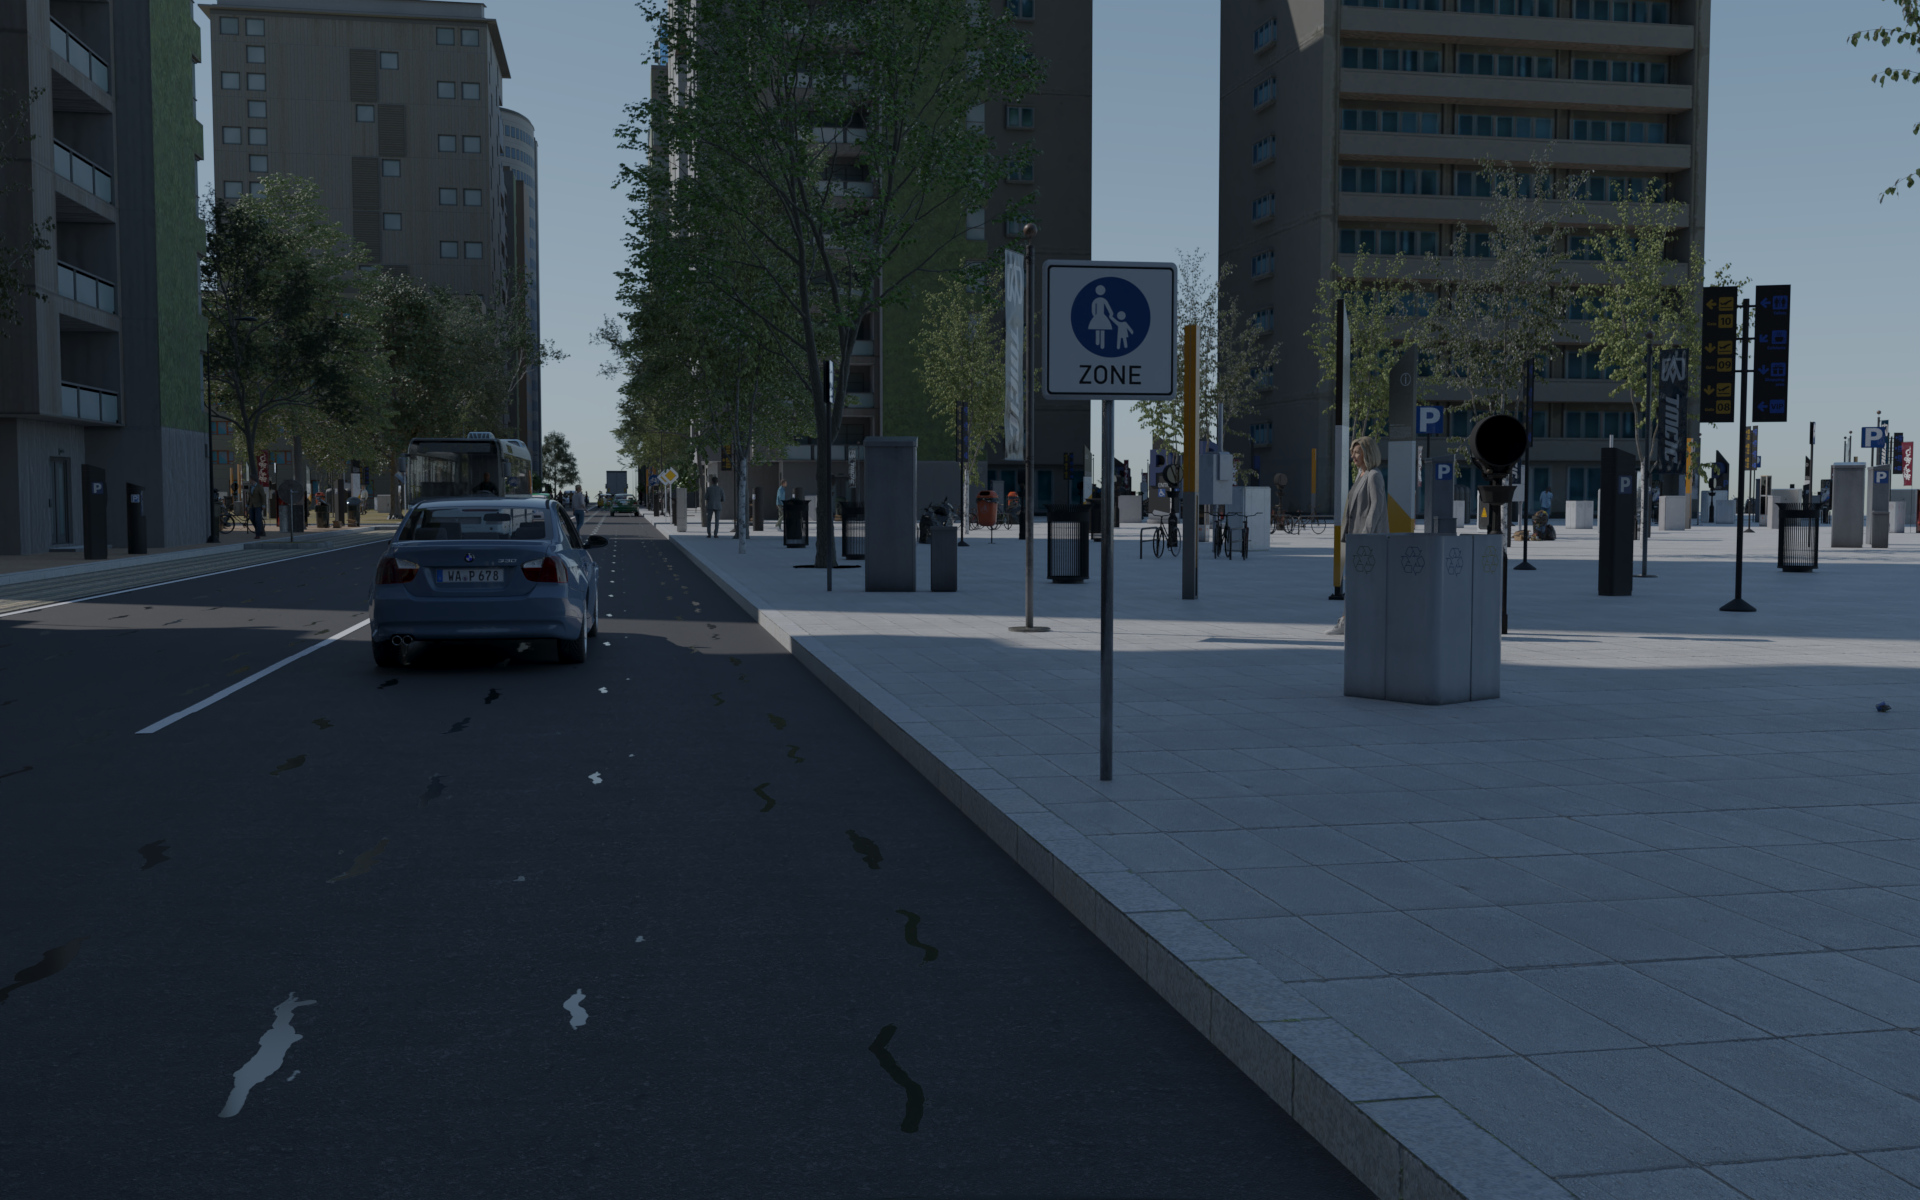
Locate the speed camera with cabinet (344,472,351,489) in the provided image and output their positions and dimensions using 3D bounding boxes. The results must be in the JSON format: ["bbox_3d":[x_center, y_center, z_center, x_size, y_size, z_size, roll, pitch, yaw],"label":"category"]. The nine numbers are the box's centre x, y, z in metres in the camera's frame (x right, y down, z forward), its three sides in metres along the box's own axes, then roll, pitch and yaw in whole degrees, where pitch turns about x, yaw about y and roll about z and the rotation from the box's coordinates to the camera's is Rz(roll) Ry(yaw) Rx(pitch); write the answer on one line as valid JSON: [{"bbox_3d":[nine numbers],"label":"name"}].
[{"bbox_3d":[-49.285,-8.874,139.423,0.660,3.252,2.038,-2,4,-24],"label":"speed camera with cabinet"}]

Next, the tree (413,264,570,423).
[{"bbox_3d":[-37.456,-17.441,141.043,12.611,20.169,13.585,0,3,0],"label":"tree"}]

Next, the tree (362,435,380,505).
[{"bbox_3d":[-49.976,-11.966,146.001,4.737,8.622,4.395,0,3,0],"label":"tree"}]

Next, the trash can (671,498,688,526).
[{"bbox_3d":[-11.322,-3.563,69.907,0.748,1.137,0.748,0,3,0],"label":"trash can"}]

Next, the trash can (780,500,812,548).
[{"bbox_3d":[-3.900,-1.806,41.174,0.748,1.137,0.748,0,3,0],"label":"trash can"}]

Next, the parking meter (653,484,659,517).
[{"bbox_3d":[-17.247,-5.668,98.379,0.255,1.863,0.399,0,4,4],"label":"parking meter"}]

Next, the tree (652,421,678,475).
[{"bbox_3d":[-27.031,-12.630,156.869,4.360,8.622,3.978,0,3,0],"label":"tree"}]

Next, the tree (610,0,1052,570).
[{"bbox_3d":[-2.245,-6.367,29.853,9.928,11.665,9.643,0,3,0],"label":"tree"}]

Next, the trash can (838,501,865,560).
[{"bbox_3d":[-2.009,-1.357,33.835,0.748,1.137,0.748,0,3,0],"label":"trash can"}]

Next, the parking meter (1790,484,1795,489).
[{"bbox_3d":[47.902,-5.751,99.737,0.255,1.863,0.399,2,4,24],"label":"parking meter"}]

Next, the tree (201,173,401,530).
[{"bbox_3d":[-24.243,-8.801,62.023,7.486,12.596,7.792,0,3,0],"label":"tree"}]

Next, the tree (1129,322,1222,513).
[{"bbox_3d":[8.434,-7.232,68.612,4.737,8.622,4.395,0,3,0],"label":"tree"}]

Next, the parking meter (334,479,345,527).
[{"bbox_3d":[-24.564,-3.843,68.549,0.399,1.863,0.255,3,5,44],"label":"parking meter"}]

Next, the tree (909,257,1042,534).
[{"bbox_3d":[0.436,-6.395,54.914,4.737,8.622,4.395,0,3,0],"label":"tree"}]

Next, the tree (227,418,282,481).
[{"bbox_3d":[-57.875,-11.689,141.477,4.737,8.622,4.395,0,3,0],"label":"tree"}]

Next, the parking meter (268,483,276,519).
[{"bbox_3d":[-35.696,-5.147,89.867,0.399,1.863,0.255,-3,5,-42],"label":"parking meter"}]

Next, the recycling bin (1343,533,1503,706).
[{"bbox_3d":[2.924,0.099,10.943,0.722,1.027,0.722,-3,4,-39],"label":"recycling bin"}]

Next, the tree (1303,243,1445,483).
[{"bbox_3d":[12.243,-6.204,51.795,4.737,8.622,4.395,0,3,0],"label":"tree"}]

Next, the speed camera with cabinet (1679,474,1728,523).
[{"bbox_3d":[33.463,-5.115,77.973,2.038,3.252,0.660,0,4,-7],"label":"speed camera with cabinet"}]

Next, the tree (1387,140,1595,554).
[{"bbox_3d":[11.460,-5.279,36.675,4.360,8.622,3.978,0,3,0],"label":"tree"}]

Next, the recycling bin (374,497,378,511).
[{"bbox_3d":[-44.013,-7.287,131.703,0.722,1.027,0.722,3,4,36],"label":"recycling bin"}]

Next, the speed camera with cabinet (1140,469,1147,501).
[{"bbox_3d":[14.365,-8.610,135.105,0.660,3.252,2.038,0,4,8],"label":"speed camera with cabinet"}]

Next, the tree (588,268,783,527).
[{"bbox_3d":[-10.183,-8.096,66.782,7.601,10.594,8.767,1,4,13],"label":"tree"}]

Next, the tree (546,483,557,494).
[{"bbox_3d":[-64.299,-16.953,271.790,1.663,3.219,1.824,0,3,0],"label":"tree"}]

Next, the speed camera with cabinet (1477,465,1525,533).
[{"bbox_3d":[17.490,-3.767,55.928,0.660,3.252,2.038,-1,4,-14],"label":"speed camera with cabinet"}]

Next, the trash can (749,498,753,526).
[{"bbox_3d":[-8.262,-3.538,69.492,0.748,1.137,0.748,0,3,0],"label":"trash can"}]

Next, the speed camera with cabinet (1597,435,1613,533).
[{"bbox_3d":[21.596,-3.850,57.289,0.660,3.252,2.038,2,4,30],"label":"speed camera with cabinet"}]

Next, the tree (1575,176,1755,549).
[{"bbox_3d":[16.115,-5.500,40.285,4.737,8.622,4.395,0,3,0],"label":"tree"}]

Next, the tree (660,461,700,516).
[{"bbox_3d":[-15.954,-6.459,100.199,1.663,3.219,1.824,0,3,0],"label":"tree"}]

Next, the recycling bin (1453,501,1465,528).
[{"bbox_3d":[18.590,-3.239,65.507,0.722,1.027,0.722,-1,4,-11],"label":"recycling bin"}]

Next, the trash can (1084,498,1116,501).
[{"bbox_3d":[3.816,-2.132,46.517,0.748,1.137,0.748,0,3,0],"label":"trash can"}]

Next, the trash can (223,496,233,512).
[{"bbox_3d":[-53.284,-7.002,126.130,0.748,1.137,0.748,0,3,0],"label":"trash can"}]

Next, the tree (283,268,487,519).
[{"bbox_3d":[-28.768,-10.446,87.795,9.611,12.733,9.660,0,3,0],"label":"tree"}]

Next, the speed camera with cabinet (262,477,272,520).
[{"bbox_3d":[-35.342,-5.705,87.608,0.660,3.252,2.038,0,4,-8],"label":"speed camera with cabinet"}]

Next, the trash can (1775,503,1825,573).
[{"bbox_3d":[13.788,-1.029,28.481,0.748,1.137,0.748,0,3,0],"label":"trash can"}]

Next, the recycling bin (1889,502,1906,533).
[{"bbox_3d":[30.656,-2.726,57.117,0.722,1.027,0.722,-3,5,-40],"label":"recycling bin"}]

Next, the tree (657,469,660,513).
[{"bbox_3d":[-19.581,-7.427,116.037,1.663,3.219,1.824,0,3,0],"label":"tree"}]

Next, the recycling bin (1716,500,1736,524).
[{"bbox_3d":[33.096,-3.810,74.843,0.722,1.027,0.722,2,4,30],"label":"recycling bin"}]

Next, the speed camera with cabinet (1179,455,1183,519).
[{"bbox_3d":[11.703,-5.731,88.040,0.660,3.252,2.038,-1,4,-19],"label":"speed camera with cabinet"}]

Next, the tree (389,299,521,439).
[{"bbox_3d":[-33.909,-12.740,114.951,9.857,13.997,8.962,0,3,0],"label":"tree"}]

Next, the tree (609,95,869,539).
[{"bbox_3d":[-6.233,-8.046,49.682,7.486,12.596,7.792,0,3,0],"label":"tree"}]

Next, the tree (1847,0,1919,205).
[{"bbox_3d":[8.924,-3.867,13.580,4.360,8.622,3.978,0,3,0],"label":"tree"}]

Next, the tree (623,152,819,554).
[{"bbox_3d":[-4.816,-5.313,37.223,4.737,8.622,4.395,0,3,0],"label":"tree"}]

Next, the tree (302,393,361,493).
[{"bbox_3d":[-36.814,-9.266,101.854,4.360,8.622,3.978,0,3,0],"label":"tree"}]

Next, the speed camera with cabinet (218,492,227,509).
[{"bbox_3d":[-55.939,-8.287,129.827,0.660,3.252,2.038,2,4,25],"label":"speed camera with cabinet"}]

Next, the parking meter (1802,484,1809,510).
[{"bbox_3d":[45.993,-5.407,94.115,0.399,1.863,0.255,0,4,6],"label":"parking meter"}]

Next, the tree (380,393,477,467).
[{"bbox_3d":[-30.706,-9.288,102.223,4.737,8.622,4.395,0,3,0],"label":"tree"}]

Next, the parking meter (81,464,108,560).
[{"bbox_3d":[-16.944,-1.726,33.933,0.255,1.863,0.399,2,4,34],"label":"parking meter"}]

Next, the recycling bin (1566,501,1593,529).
[{"bbox_3d":[22.830,-3.136,63.832,0.722,1.027,0.722,-1,4,-12],"label":"recycling bin"}]

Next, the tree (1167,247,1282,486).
[{"bbox_3d":[7.288,-6.180,51.409,4.360,8.622,3.978,0,3,0],"label":"tree"}]

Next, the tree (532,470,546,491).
[{"bbox_3d":[-56.023,-14.848,226.473,4.285,4.588,4.351,0,3,0],"label":"tree"}]

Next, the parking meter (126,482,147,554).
[{"bbox_3d":[-17.604,-1.750,37.028,0.372,1.533,0.369,0,3,0],"label":"parking meter"}]

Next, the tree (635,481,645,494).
[{"bbox_3d":[-41.054,-13.950,222.679,1.663,3.219,1.824,0,3,0],"label":"tree"}]

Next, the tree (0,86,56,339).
[{"bbox_3d":[-16.819,-4.769,28.330,4.360,8.622,3.978,0,3,0],"label":"tree"}]

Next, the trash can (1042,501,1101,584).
[{"bbox_3d":[1.556,-0.811,24.917,0.748,1.137,0.748,0,3,0],"label":"trash can"}]

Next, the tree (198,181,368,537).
[{"bbox_3d":[-21.494,-7.203,52.179,7.601,10.594,8.767,1,4,12],"label":"tree"}]

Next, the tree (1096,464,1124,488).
[{"bbox_3d":[9.516,-6.889,107.239,1.663,3.219,1.824,0,3,0],"label":"tree"}]

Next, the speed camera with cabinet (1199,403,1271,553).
[{"bbox_3d":[6.062,-2.699,38.465,2.038,3.252,0.660,-3,5,-42],"label":"speed camera with cabinet"}]

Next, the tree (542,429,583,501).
[{"bbox_3d":[-71.590,-23.824,306.525,9.611,12.733,9.660,0,3,0],"label":"tree"}]
